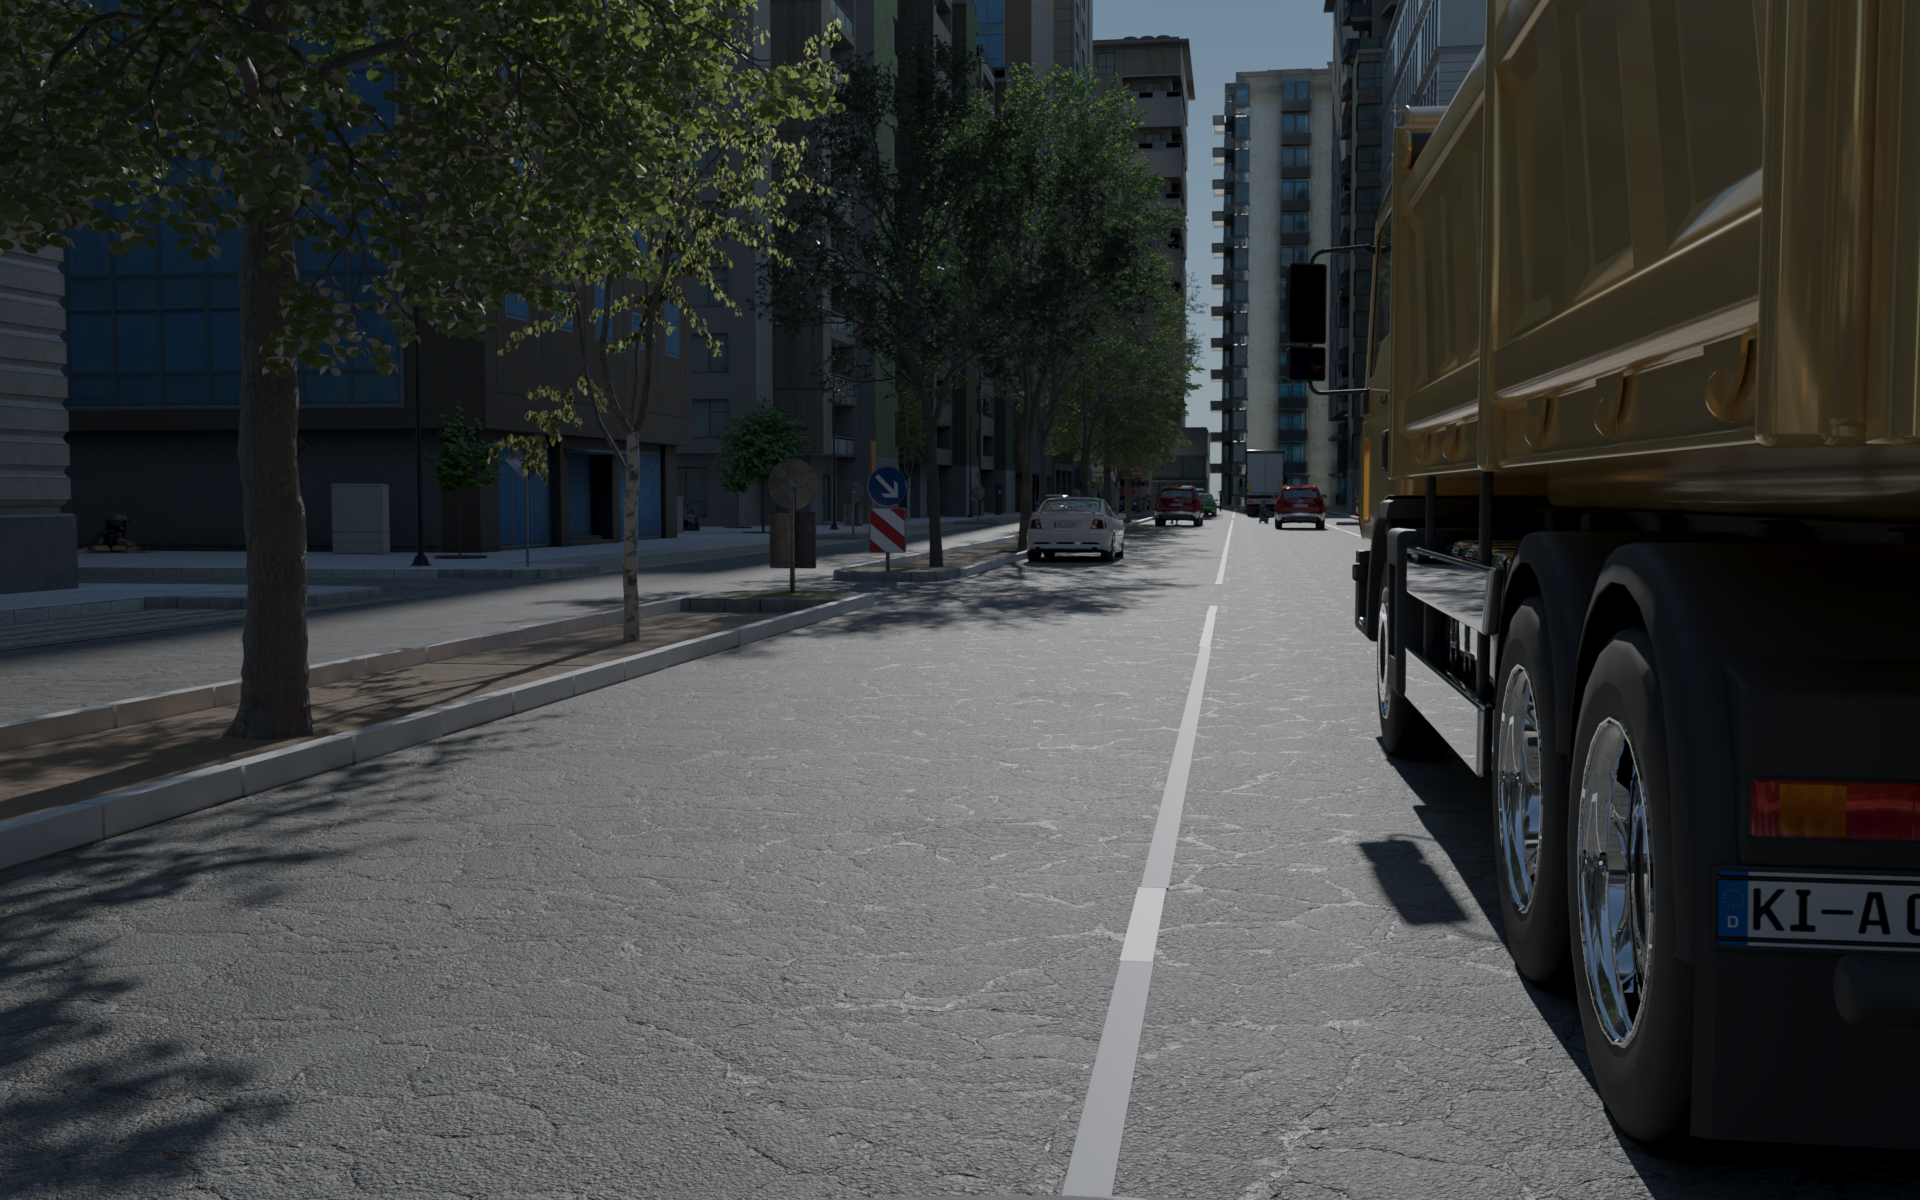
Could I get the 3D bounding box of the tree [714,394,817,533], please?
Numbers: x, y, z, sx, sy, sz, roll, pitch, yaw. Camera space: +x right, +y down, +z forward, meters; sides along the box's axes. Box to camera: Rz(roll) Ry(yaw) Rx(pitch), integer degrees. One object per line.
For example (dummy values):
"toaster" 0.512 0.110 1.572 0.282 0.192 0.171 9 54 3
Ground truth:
"tree" -6.422 -4.492 57.153 4.285 4.588 4.351 0 3 0

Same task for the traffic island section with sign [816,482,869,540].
"traffic island section with sign" -3.445 -2.831 54.916 1.989 1.847 2.006 1 4 9

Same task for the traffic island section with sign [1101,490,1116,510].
"traffic island section with sign" 13.335 -9.216 159.311 1.989 1.847 2.006 1 4 9

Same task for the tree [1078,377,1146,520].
"tree" 7.321 -7.787 80.136 4.360 8.622 3.978 0 3 0

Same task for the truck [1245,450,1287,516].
"truck" 20.456 -7.772 115.979 2.839 4.237 11.283 1 4 10

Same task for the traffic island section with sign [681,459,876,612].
"traffic island section with sign" -2.282 -0.846 21.961 2.006 1.907 1.989 1 4 9

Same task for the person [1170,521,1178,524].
"person" 10.446 -4.623 84.294 0.606 1.804 0.583 -2 4 -29

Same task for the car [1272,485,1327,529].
"car" 14.178 -3.895 72.355 2.281 1.827 5.304 1 4 10

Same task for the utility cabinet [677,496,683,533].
"utility cabinet" -9.638 -2.802 56.981 1.020 1.237 0.306 -2 4 -30

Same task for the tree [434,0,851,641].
"tree" -3.174 -3.915 16.829 4.360 8.622 3.978 0 3 0

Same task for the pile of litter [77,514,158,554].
"pile of litter" -18.443 -1.453 37.719 1.719 0.858 1.176 1 4 12

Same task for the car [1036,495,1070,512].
"car" 4.981 -4.750 89.662 2.014 1.417 4.499 1 4 9

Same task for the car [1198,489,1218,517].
"car" 15.573 -6.268 111.283 1.959 1.807 4.718 1 4 11

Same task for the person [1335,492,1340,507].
"person" 39.140 -10.416 179.715 0.530 1.710 0.541 -1 4 -8

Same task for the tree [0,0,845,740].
"tree" -4.090 -5.487 10.301 7.486 12.596 7.792 0 3 0

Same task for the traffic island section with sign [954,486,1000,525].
"traffic island section with sign" 0.833 -4.460 81.552 1.989 1.847 2.006 1 4 9

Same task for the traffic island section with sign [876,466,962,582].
"traffic island section with sign" -1.098 -1.293 29.274 2.006 1.907 1.989 1 4 9

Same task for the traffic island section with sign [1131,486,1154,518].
"traffic island section with sign" 10.814 -5.831 103.466 2.006 1.907 1.989 1 4 9

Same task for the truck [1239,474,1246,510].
"truck" 26.686 -9.709 154.661 3.469 3.379 9.791 1 4 9

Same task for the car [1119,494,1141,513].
"car" 13.170 -7.654 134.934 2.009 1.686 4.222 0 4 8

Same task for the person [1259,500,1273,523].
"person" 14.974 -4.311 84.491 0.738 1.151 1.012 3 4 38

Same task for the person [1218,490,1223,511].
"person" 21.947 -8.324 145.315 0.721 1.743 1.217 1 4 15

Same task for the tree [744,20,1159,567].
"tree" -0.369 -5.876 32.942 8.767 10.594 7.601 1 4 9

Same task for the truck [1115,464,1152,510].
"truck" 15.629 -10.135 154.619 2.839 4.237 11.283 1 4 9

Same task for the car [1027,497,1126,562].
"car" 2.585 -1.578 38.162 2.083 1.381 4.827 1 4 10

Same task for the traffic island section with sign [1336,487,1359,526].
"traffic island section with sign" 18.293 -4.331 79.436 1.989 1.847 2.006 1 4 9

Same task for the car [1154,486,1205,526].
"car" 9.999 -4.294 78.881 2.281 1.827 5.304 1 4 10

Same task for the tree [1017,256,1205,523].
"tree" 6.139 -9.315 72.882 7.486 12.596 7.792 0 3 0

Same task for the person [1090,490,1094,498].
"person" 10.392 -7.725 135.541 0.721 1.736 1.217 0 4 -6

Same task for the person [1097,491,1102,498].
"person" 12.409 -8.851 153.927 0.721 1.735 1.217 -1 4 -18

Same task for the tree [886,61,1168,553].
"tree" 1.665 -6.932 41.544 9.928 11.665 9.643 0 3 0

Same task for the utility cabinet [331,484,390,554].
"utility cabinet" -12.764 -1.726 36.904 1.173 1.500 0.318 1 4 11

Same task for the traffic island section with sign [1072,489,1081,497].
"traffic island section with sign" 8.884 -7.521 131.597 1.989 1.847 2.006 1 4 9

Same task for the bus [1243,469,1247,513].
"bus" 22.803 -8.510 130.680 2.896 3.916 12.252 1 4 10

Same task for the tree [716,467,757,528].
"tree" -8.424 -4.321 65.242 1.663 3.219 1.824 0 3 0

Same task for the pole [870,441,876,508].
"pole" -3.342 -4.441 66.454 0.158 3.312 0.155 0 3 0

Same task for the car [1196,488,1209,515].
"car" 15.916 -6.676 117.825 2.281 1.827 5.304 1 4 8

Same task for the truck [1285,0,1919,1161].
"truck" 3.238 -0.691 7.226 3.469 3.379 9.791 1 4 9

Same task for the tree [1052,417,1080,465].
"tree" 9.272 -12.694 157.905 4.737 8.622 4.395 0 3 0

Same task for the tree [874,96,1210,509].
"tree" 2.555 -8.584 53.174 12.009 13.543 11.850 0 3 0

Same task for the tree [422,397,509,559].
"tree" -10.052 -2.437 34.447 1.663 3.219 1.824 0 3 0

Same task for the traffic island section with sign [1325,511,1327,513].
"traffic island section with sign" 26.144 -7.320 128.311 1.989 1.847 2.006 1 4 9

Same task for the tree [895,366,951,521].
"tree" -2.475 -8.126 83.223 4.737 8.622 4.395 0 3 0
